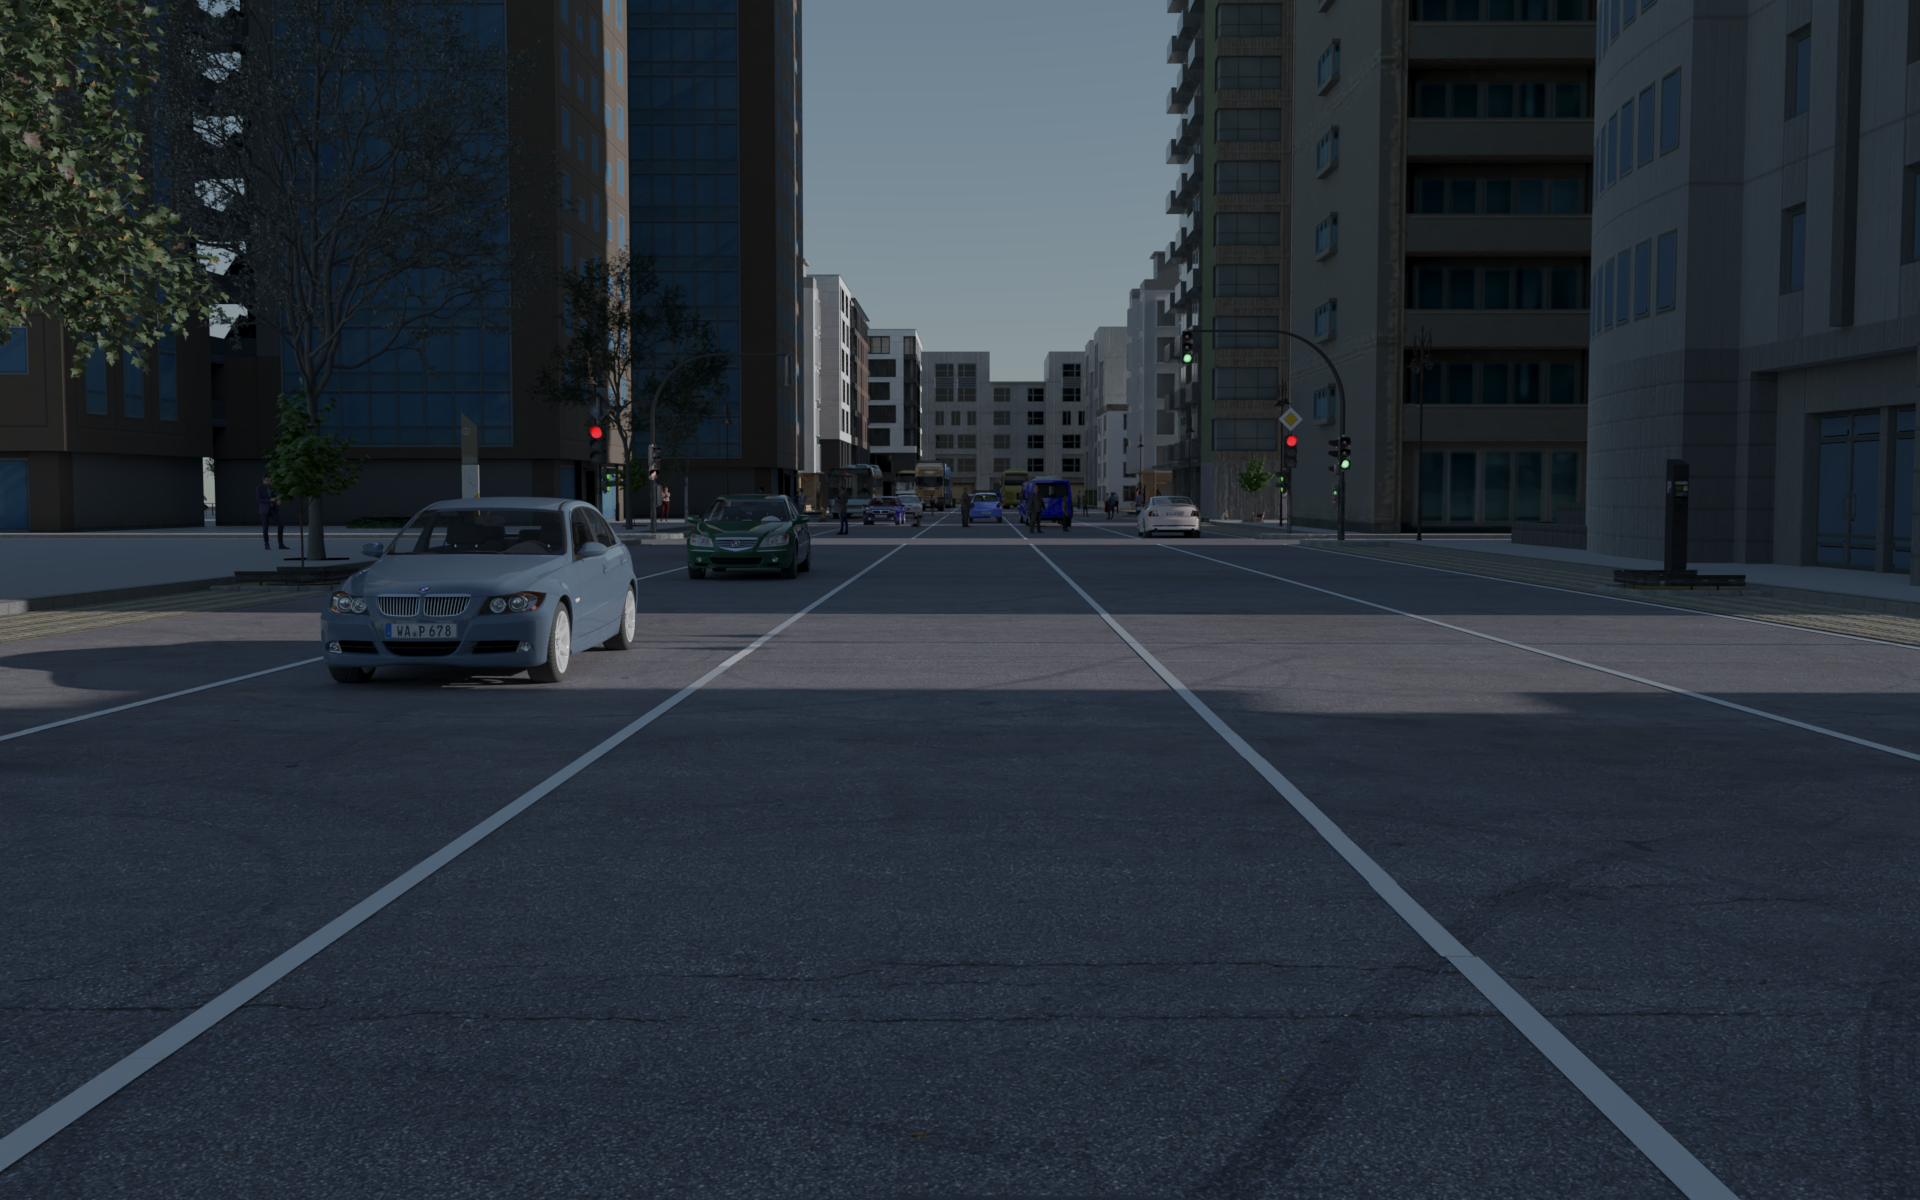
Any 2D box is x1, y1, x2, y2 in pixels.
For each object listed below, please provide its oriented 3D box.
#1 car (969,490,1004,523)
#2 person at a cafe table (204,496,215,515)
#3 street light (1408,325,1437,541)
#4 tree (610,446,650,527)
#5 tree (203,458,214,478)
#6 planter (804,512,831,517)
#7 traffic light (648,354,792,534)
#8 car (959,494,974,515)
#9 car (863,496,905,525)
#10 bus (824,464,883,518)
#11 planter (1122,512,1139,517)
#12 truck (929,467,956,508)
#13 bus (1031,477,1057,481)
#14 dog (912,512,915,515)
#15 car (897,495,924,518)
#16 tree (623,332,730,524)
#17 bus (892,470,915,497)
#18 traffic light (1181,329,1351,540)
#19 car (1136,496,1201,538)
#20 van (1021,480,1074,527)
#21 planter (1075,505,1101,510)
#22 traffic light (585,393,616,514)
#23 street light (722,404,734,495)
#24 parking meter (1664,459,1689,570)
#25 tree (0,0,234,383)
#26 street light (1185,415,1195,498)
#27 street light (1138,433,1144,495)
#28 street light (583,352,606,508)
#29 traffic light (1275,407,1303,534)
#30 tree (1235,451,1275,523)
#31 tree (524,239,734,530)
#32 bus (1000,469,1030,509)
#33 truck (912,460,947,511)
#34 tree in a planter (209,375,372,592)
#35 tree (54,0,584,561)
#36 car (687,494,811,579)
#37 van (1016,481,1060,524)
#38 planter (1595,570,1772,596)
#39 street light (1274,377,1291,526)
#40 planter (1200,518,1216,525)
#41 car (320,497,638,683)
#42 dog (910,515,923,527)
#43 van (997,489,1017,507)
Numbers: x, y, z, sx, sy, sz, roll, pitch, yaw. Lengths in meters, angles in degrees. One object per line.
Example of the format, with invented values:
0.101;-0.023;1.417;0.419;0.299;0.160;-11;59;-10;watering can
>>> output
1.283;-4.787;87.859;1.945;1.707;3.694;0;4;0;car
-46.310;-5.974;106.195;1.698;1.524;1.622;0;4;3;person at a cafe table
12.657;-4.573;47.555;0.468;5.910;1.993;0;4;1;street light
-13.055;-4.527;68.625;1.663;3.219;1.824;0;3;0;tree
-34.975;-6.150;84.261;4.285;4.588;4.351;0;3;0;tree
-9.085;-5.303;107.851;1.991;0.319;1.994;0;4;1;planter
-7.836;-4.983;56.147;4.771;5.953;1.251;0;4;1;traffic light
0.954;-6.645;118.426;2.009;1.686;4.222;0;4;1;car
-3.517;-4.161;80.620;1.945;1.354;3.894;0;4;3;car
-6.279;-6.739;105.036;2.948;3.499;13.247;0;3;0;bus
11.249;-5.390;109.266;1.991;0.319;1.994;0;4;1;planter
-1.944;-11.579;179.071;2.967;4.110;18.799;0;4;2;truck
9.030;-11.812;187.984;2.948;3.499;13.247;0;3;0;bus
-2.456;-4.742;97.728;0.748;0.427;0.550;3;5;40;dog
-3.214;-5.695;105.480;2.083;1.381;4.827;0;4;0;car
-12.163;-7.641;75.299;4.360;8.622;3.978;0;3;0;tree
-5.430;-11.752;183.685;2.896;3.916;12.252;0;4;1;bus
8.452;-4.474;47.823;4.771;5.953;1.251;0;4;1;traffic light
6.962;-2.782;57.847;2.083;1.381;4.827;0;4;2;car
3.929;-4.459;77.290;2.240;2.365;5.245;0;4;0;van
11.775;-8.361;157.848;1.991;0.319;1.994;0;4;1;planter
-10.016;-3.623;48.150;0.839;4.253;0.868;0;4;1;traffic light
-11.699;-6.996;87.167;0.468;5.910;1.993;0;4;1;street light
11.911;-1.411;28.785;0.255;1.863;0.399;0;4;2;parking meter
-12.369;-6.111;16.919;9.611;12.733;9.660;0;3;0;tree
13.188;-7.751;99.510;0.468;5.910;1.993;0;4;1;street light
13.560;-9.625;130.157;0.468;5.910;1.993;0;4;1;street light
-11.889;-5.121;56.518;0.468;5.910;1.993;0;4;1;street light
10.632;-4.098;55.926;0.839;4.253;0.868;0;4;1;traffic light
13.903;-5.392;82.761;1.663;3.219;1.824;0;3;0;tree
-11.816;-7.837;62.549;8.767;10.594;7.601;1;4;18;tree
5.359;-10.797;168.071;2.896;3.916;12.252;0;4;1;bus
-2.476;-9.611;146.060;2.839;4.237;11.283;0;4;0;truck
-9.971;-1.771;26.174;1.991;3.239;1.994;0;4;1;tree in a planter
-12.393;-7.503;33.046;12.009;13.543;11.850;0;3;0;tree
-3.682;-1.157;30.716;2.131;1.459;4.920;0;4;0;car
3.923;-4.866;83.946;2.240;2.365;5.245;0;4;-1;van
10.332;-0.242;25.098;1.991;0.319;1.994;0;4;1;planter
12.791;-5.876;68.864;0.468;5.910;1.993;0;4;1;street light
10.947;-3.699;81.613;1.991;0.319;1.994;0;4;1;planter
-3.886;-0.163;14.663;2.014;1.417;4.499;0;4;0;car
-1.868;-3.356;75.071;0.550;0.427;0.748;-1;4;-13;dog
5.227;-11.285;188.896;2.240;2.365;5.245;0;4;-1;van
